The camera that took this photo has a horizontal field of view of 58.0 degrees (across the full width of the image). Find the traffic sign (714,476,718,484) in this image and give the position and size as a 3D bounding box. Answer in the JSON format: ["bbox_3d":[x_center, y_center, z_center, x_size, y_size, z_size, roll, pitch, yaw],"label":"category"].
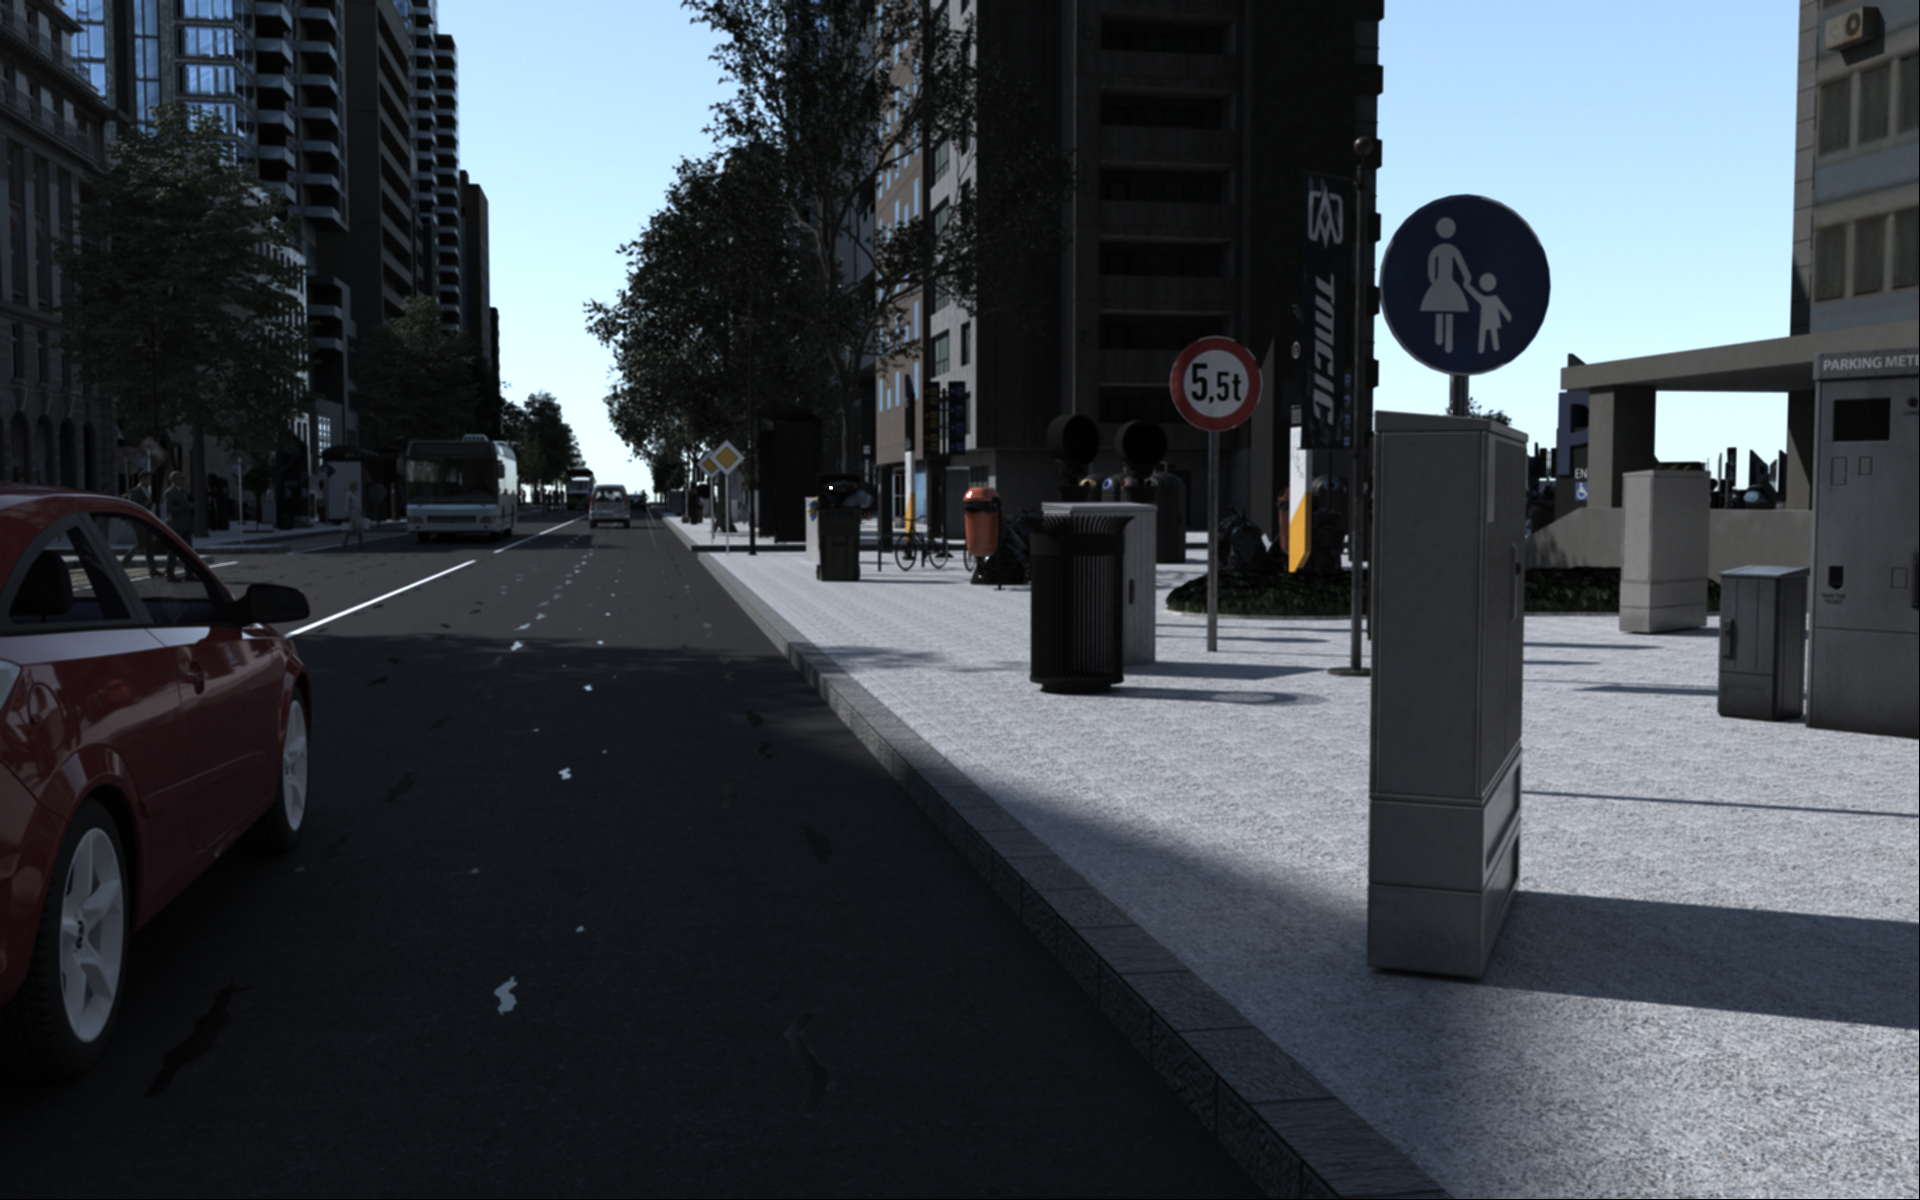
[{"bbox_3d":[-13.151,-5.790,94.668,0.884,2.594,0.081,-1,4,-9],"label":"traffic sign"}]

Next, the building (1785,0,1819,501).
[{"bbox_3d":[50.840,-38.733,71.539,20.611,71.187,20.563,-1,4,-10],"label":"building"}]

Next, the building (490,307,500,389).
[{"bbox_3d":[-75.821,-29.648,256.448,14.160,30.474,14.107,-1,4,-10],"label":"building"}]

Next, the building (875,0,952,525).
[{"bbox_3d":[3.995,-26.135,77.414,14.600,45.320,14.200,-1,4,-10],"label":"building"}]

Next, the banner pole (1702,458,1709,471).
[{"bbox_3d":[52.156,-8.035,121.393,0.863,3.779,0.401,3,5,40],"label":"banner pole"}]

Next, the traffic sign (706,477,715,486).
[{"bbox_3d":[-16.117,-6.888,112.723,0.768,2.556,0.104,0,4,-7],"label":"traffic sign"}]

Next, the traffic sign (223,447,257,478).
[{"bbox_3d":[-17.677,-2.467,42.531,0.795,2.593,0.064,-1,4,-10],"label":"traffic sign"}]

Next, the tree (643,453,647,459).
[{"bbox_3d":[-25.345,-12.173,149.386,4.737,8.622,4.395,0,3,0],"label":"tree"}]

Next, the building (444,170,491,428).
[{"bbox_3d":[-73.335,-36.207,242.086,14.600,45.320,14.200,-1,4,-10],"label":"building"}]

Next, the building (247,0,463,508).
[{"bbox_3d":[-73.552,-55.336,217.422,22.319,86.520,31.000,-1,4,-10],"label":"building"}]

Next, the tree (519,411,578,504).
[{"bbox_3d":[-54.798,-18.926,227.564,7.486,12.596,7.792,0,3,0],"label":"tree"}]

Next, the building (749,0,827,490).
[{"bbox_3d":[-8.988,-52.454,170.292,22.319,86.520,31.000,-1,4,-10],"label":"building"}]

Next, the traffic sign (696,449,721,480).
[{"bbox_3d":[-6.370,-2.593,44.593,0.795,2.593,0.064,-1,4,-10],"label":"traffic sign"}]

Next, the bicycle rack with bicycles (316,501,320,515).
[{"bbox_3d":[-39.337,-5.785,107.960,2.925,0.926,2.852,0,4,4],"label":"bicycle rack with bicycles"}]

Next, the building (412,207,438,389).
[{"bbox_3d":[-59.875,-24.491,172.122,14.160,30.474,14.107,-1,4,-10],"label":"building"}]

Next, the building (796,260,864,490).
[{"bbox_3d":[-0.786,-18.243,143.307,27.650,21.520,28.899,-1,4,-10],"label":"building"}]

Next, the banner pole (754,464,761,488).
[{"bbox_3d":[-9.571,-5.729,83.686,0.863,3.779,0.401,-1,4,-14],"label":"banner pole"}]

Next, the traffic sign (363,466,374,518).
[{"bbox_3d":[-27.754,-4.934,80.679,0.884,2.594,0.081,-1,4,-10],"label":"traffic sign"}]

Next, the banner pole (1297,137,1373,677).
[{"bbox_3d":[2.643,-1.351,12.098,0.863,3.779,0.401,-3,4,-38],"label":"banner pole"}]

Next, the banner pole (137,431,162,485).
[{"bbox_3d":[-28.643,-4.353,61.182,0.863,3.779,0.401,-1,4,-18],"label":"banner pole"}]

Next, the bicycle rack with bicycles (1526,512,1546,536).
[{"bbox_3d":[18.100,-2.279,50.642,2.852,0.926,2.925,0,4,-2],"label":"bicycle rack with bicycles"}]

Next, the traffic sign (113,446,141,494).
[{"bbox_3d":[-21.981,-2.792,45.751,0.768,2.556,0.104,0,4,-4],"label":"traffic sign"}]

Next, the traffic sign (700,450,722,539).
[{"bbox_3d":[-7.099,-3.036,49.744,0.768,2.556,0.104,-1,4,-10],"label":"traffic sign"}]

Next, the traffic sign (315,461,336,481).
[{"bbox_3d":[-25.377,-4.254,69.282,0.795,2.593,0.064,-1,4,-10],"label":"traffic sign"}]

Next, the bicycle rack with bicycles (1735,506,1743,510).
[{"bbox_3d":[23.532,-2.496,54.192,2.925,0.926,2.852,-3,5,-41],"label":"bicycle rack with bicycles"}]

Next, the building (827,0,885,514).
[{"bbox_3d":[6.445,-31.766,108.610,28.713,52.752,27.495,-1,4,-10],"label":"building"}]

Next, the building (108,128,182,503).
[{"bbox_3d":[-45.134,-12.931,78.874,16.820,18.784,16.811,-1,4,-10],"label":"building"}]

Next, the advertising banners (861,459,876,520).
[{"bbox_3d":[-4.565,-5.503,86.154,0.090,3.025,2.074,1,4,22],"label":"advertising banners"}]

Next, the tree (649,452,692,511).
[{"bbox_3d":[-21.475,-8.893,129.122,4.285,4.588,4.351,0,3,0],"label":"tree"}]

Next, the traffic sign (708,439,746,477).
[{"bbox_3d":[-4.918,-2.113,36.740,0.795,2.593,0.064,-1,4,-10],"label":"traffic sign"}]

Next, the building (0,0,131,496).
[{"bbox_3d":[-38.726,-13.298,59.219,13.314,21.916,24.055,-1,4,-10],"label":"building"}]

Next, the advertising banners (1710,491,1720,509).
[{"bbox_3d":[41.822,-6.103,95.965,2.074,3.025,0.090,1,4,17],"label":"advertising banners"}]

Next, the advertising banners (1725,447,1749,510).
[{"bbox_3d":[29.056,-4.155,64.120,0.090,3.025,2.074,-1,4,-14],"label":"advertising banners"}]

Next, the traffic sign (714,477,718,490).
[{"bbox_3d":[-15.588,-6.818,111.581,0.768,2.556,0.104,-1,4,-9],"label":"traffic sign"}]

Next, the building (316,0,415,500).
[{"bbox_3d":[-60.866,-32.389,153.267,21.300,48.544,21.600,-1,4,-10],"label":"building"}]

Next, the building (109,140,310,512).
[{"bbox_3d":[-45.633,-15.149,102.432,10.420,20.320,16.860,-1,4,-10],"label":"building"}]

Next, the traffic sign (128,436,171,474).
[{"bbox_3d":[-16.225,-1.987,34.678,0.795,2.593,0.064,-1,4,-10],"label":"traffic sign"}]

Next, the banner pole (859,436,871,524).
[{"bbox_3d":[-4.101,-5.147,74.178,0.863,3.779,0.401,3,5,41],"label":"banner pole"}]

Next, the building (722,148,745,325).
[{"bbox_3d":[-22.117,-37.665,239.516,21.300,48.544,21.600,-1,4,-10],"label":"building"}]

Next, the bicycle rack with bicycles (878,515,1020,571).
[{"bbox_3d":[0.004,-0.973,29.292,2.852,0.926,2.925,2,4,24],"label":"bicycle rack with bicycles"}]

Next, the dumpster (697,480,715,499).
[{"bbox_3d":[-17.339,-7.028,117.393,1.502,2.255,1.985,-1,4,-10],"label":"dumpster"}]

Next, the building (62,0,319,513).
[{"bbox_3d":[-56.453,-49.725,125.680,22.319,86.520,31.000,-1,4,-10],"label":"building"}]

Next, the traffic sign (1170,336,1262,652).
[{"bbox_3d":[2.057,-0.853,14.054,0.768,2.556,0.104,-1,4,-9],"label":"traffic sign"}]

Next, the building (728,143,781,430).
[{"bbox_3d":[-22.243,-34.943,221.422,14.600,45.320,14.200,-1,4,-10],"label":"building"}]

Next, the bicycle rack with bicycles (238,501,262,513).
[{"bbox_3d":[-36.745,-4.693,90.111,2.925,0.926,2.852,1,4,14],"label":"bicycle rack with bicycles"}]

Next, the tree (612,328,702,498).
[{"bbox_3d":[-28.306,-19.570,175.857,12.611,20.169,13.585,0,3,0],"label":"tree"}]

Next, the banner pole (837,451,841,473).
[{"bbox_3d":[-7.013,-6.736,100.152,0.401,3.779,0.863,-1,4,-17],"label":"banner pole"}]

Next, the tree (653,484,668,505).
[{"bbox_3d":[-41.288,-14.737,235.550,1.663,3.219,1.824,0,3,0],"label":"tree"}]

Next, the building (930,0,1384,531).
[{"bbox_3d":[6.566,-17.962,65.379,14.107,30.474,14.160,-1,4,-10],"label":"building"}]

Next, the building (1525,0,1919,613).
[{"bbox_3d":[25.035,-20.075,20.105,32.217,40.220,23.993,-1,4,-10],"label":"building"}]
